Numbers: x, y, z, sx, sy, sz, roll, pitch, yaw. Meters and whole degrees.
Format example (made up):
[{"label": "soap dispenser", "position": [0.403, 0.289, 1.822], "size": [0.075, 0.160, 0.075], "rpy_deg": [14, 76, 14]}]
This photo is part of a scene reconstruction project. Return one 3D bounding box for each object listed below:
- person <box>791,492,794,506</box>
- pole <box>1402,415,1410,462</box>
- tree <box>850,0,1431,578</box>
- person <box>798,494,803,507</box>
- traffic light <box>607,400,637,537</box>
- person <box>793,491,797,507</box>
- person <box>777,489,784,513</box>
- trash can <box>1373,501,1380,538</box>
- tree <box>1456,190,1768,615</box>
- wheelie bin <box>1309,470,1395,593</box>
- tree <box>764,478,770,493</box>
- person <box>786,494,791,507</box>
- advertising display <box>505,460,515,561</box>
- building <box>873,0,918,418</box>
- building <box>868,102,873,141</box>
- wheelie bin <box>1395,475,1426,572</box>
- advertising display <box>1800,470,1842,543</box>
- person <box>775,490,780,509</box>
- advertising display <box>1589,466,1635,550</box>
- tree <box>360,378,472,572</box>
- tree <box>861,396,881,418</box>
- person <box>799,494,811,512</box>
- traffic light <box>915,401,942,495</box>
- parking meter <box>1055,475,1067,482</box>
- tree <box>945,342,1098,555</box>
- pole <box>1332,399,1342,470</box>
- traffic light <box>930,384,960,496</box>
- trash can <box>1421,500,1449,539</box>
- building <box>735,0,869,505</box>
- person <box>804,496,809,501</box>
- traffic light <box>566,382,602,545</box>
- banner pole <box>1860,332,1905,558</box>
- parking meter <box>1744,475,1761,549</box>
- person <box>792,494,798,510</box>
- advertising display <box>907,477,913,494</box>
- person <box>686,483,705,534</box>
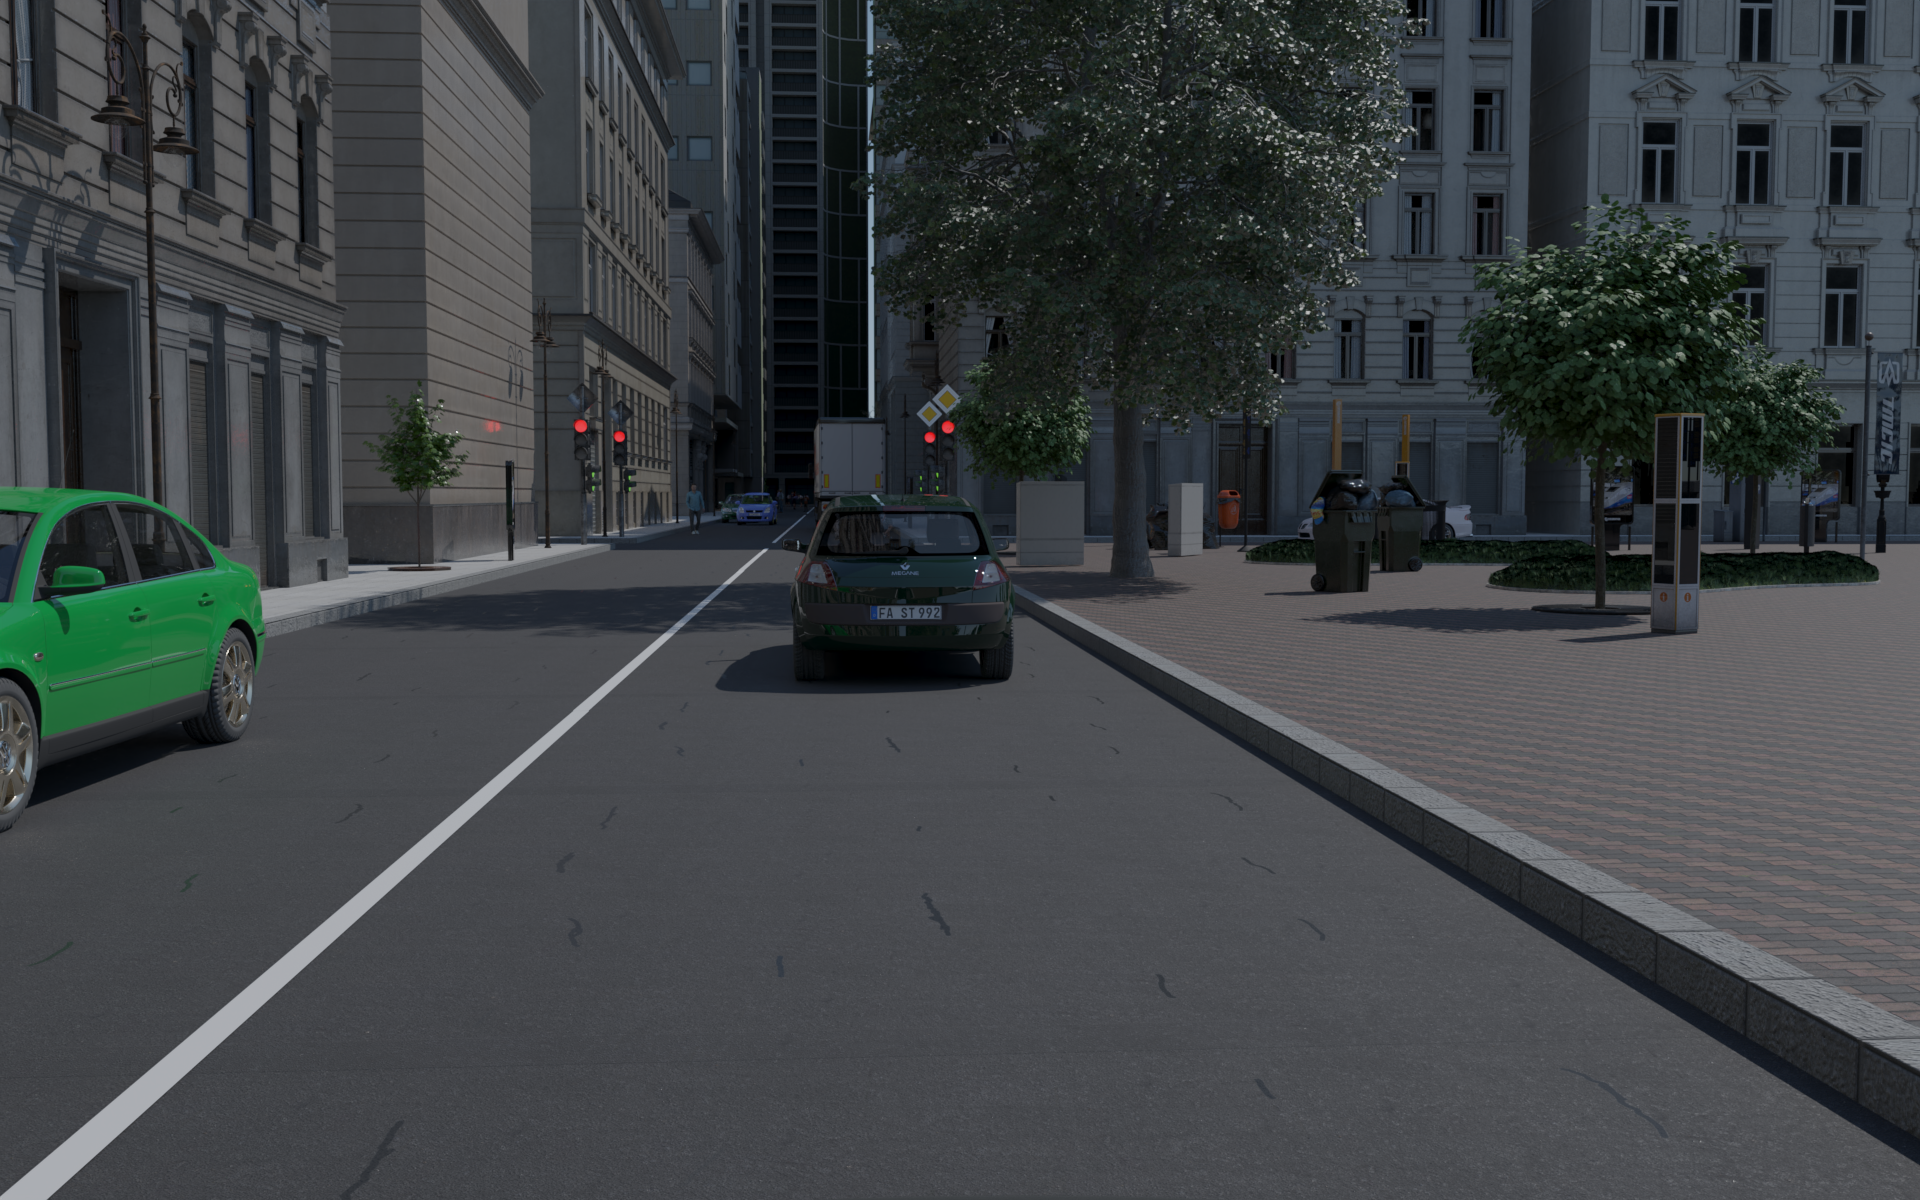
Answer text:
[{"label": "person", "position": [-19.669, -11.840, 203.006], "size": [0.541, 1.710, 0.530], "rpy_deg": [-3, 4, -38]}, {"label": "pole", "position": [11.455, -3.102, 44.567], "size": [0.158, 3.312, 0.155], "rpy_deg": [0, 3, 0]}, {"label": "tree", "position": [2.659, -7.322, 26.378], "size": [9.857, 13.997, 8.962], "rpy_deg": [0, 3, 0]}, {"label": "person", "position": [-17.198, -10.683, 186.348], "size": [0.628, 1.438, 0.799], "rpy_deg": [0, 4, -3]}, {"label": "traffic light", "position": [-10.078, -3.832, 51.581], "size": [0.839, 4.253, 0.868], "rpy_deg": [0, 4, -4]}, {"label": "person", "position": [-18.288, -11.237, 192.191], "size": [0.705, 1.831, 1.348], "rpy_deg": [-1, 4, -22]}, {"label": "person", "position": [-13.729, -7.583, 132.559], "size": [0.705, 1.814, 1.350], "rpy_deg": [-2, 4, -24]}, {"label": "trash can", "position": [8.510, -1.515, 36.416], "size": [0.748, 1.137, 0.748], "rpy_deg": [0, 3, 0]}, {"label": "tree", "position": [7.112, -2.155, 18.942], "size": [4.285, 4.588, 4.351], "rpy_deg": [0, 3, 0]}, {"label": "wheelie bin", "position": [5.077, -0.910, 22.785], "size": [0.980, 1.594, 0.693], "rpy_deg": [-2, 4, -35]}, {"label": "tree", "position": [-19.567, -10.881, 172.503], "size": [1.663, 3.219, 1.824], "rpy_deg": [0, 3, 0]}, {"label": "person", "position": [-19.363, -11.257, 195.735], "size": [0.799, 1.438, 0.628], "rpy_deg": [1, 4, 17]}, {"label": "advertising display", "position": [-8.706, -1.733, 33.552], "size": [0.123, 1.923, 0.974], "rpy_deg": [-1, 4, -12]}, {"label": "building", "position": [-0.075, -27.996, 141.326], "size": [14.154, 41.232, 14.086], "rpy_deg": [0, 4, -4]}, {"label": "building", "position": [2.221, -38.925, 225.669], "size": [27.495, 52.752, 28.713], "rpy_deg": [0, 4, -4]}, {"label": "wheelie bin", "position": [7.318, -1.279, 28.827], "size": [0.693, 1.594, 0.980], "rpy_deg": [0, 4, -7]}, {"label": "advertising display", "position": [22.854, -2.495, 46.011], "size": [0.974, 1.923, 0.123], "rpy_deg": [3, 5, 44]}, {"label": "person", "position": [-17.622, -9.741, 167.628], "size": [0.599, 1.838, 0.709], "rpy_deg": [2, 4, 32]}, {"label": "advertising display", "position": [14.866, -2.097, 39.502], "size": [0.974, 1.923, 0.123], "rpy_deg": [0, 4, 0]}, {"label": "tree", "position": [-9.032, -2.102, 28.966], "size": [1.663, 3.219, 1.824], "rpy_deg": [0, 3, 0]}, {"label": "tree", "position": [-5.590, -11.044, 130.936], "size": [4.360, 8.622, 3.978], "rpy_deg": [0, 3, 0]}, {"label": "person", "position": [-12.433, -7.818, 139.580], "size": [1.065, 1.426, 0.557], "rpy_deg": [1, 4, 21]}, {"label": "traffic light", "position": [-0.943, -3.875, 52.282], "size": [0.839, 4.253, 0.868], "rpy_deg": [0, 4, -4]}, {"label": "parking meter", "position": [3.028, -2.827, 51.932], "size": [0.255, 1.863, 0.399], "rpy_deg": [2, 4, 28]}, {"label": "tree", "position": [1.334, -3.271, 37.195], "size": [4.285, 4.588, 4.351], "rpy_deg": [0, 3, 0]}, {"label": "pole", "position": [8.119, -2.661, 37.350], "size": [0.158, 3.312, 0.155], "rpy_deg": [0, 3, 0]}, {"label": "traffic light", "position": [-0.344, -3.388, 44.319], "size": [0.839, 4.253, 0.868], "rpy_deg": [0, 4, -4]}, {"label": "trash can", "position": [10.853, -1.723, 39.826], "size": [0.748, 1.137, 0.748], "rpy_deg": [0, 3, 0]}, {"label": "building", "position": [-21.834, -47.709, 218.286], "size": [20.611, 71.187, 20.563], "rpy_deg": [0, 4, -4]}, {"label": "person", "position": [-17.563, -11.365, 197.501], "size": [0.628, 1.438, 0.799], "rpy_deg": [-2, 4, -24]}, {"label": "traffic light", "position": [-9.478, -3.345, 43.618], "size": [0.839, 4.253, 0.868], "rpy_deg": [0, 4, -4]}, {"label": "banner pole", "position": [14.308, -2.261, 26.987], "size": [0.863, 3.779, 0.401], "rpy_deg": [-1, 4, -13]}, {"label": "parking meter", "position": [18.458, -2.117, 40.329], "size": [0.255, 1.863, 0.399], "rpy_deg": [3, 5, 42]}, {"label": "person", "position": [-15.202, -9.064, 159.928], "size": [0.421, 1.427, 0.697], "rpy_deg": [3, 4, 37]}, {"label": "advertising display", "position": [-1.874, -3.647, 64.850], "size": [0.123, 1.923, 0.974], "rpy_deg": [-1, 4, -9]}, {"label": "person", "position": [-9.518, -3.282, 62.175], "size": [0.660, 1.820, 0.620], "rpy_deg": [-2, 4, -25]}]
